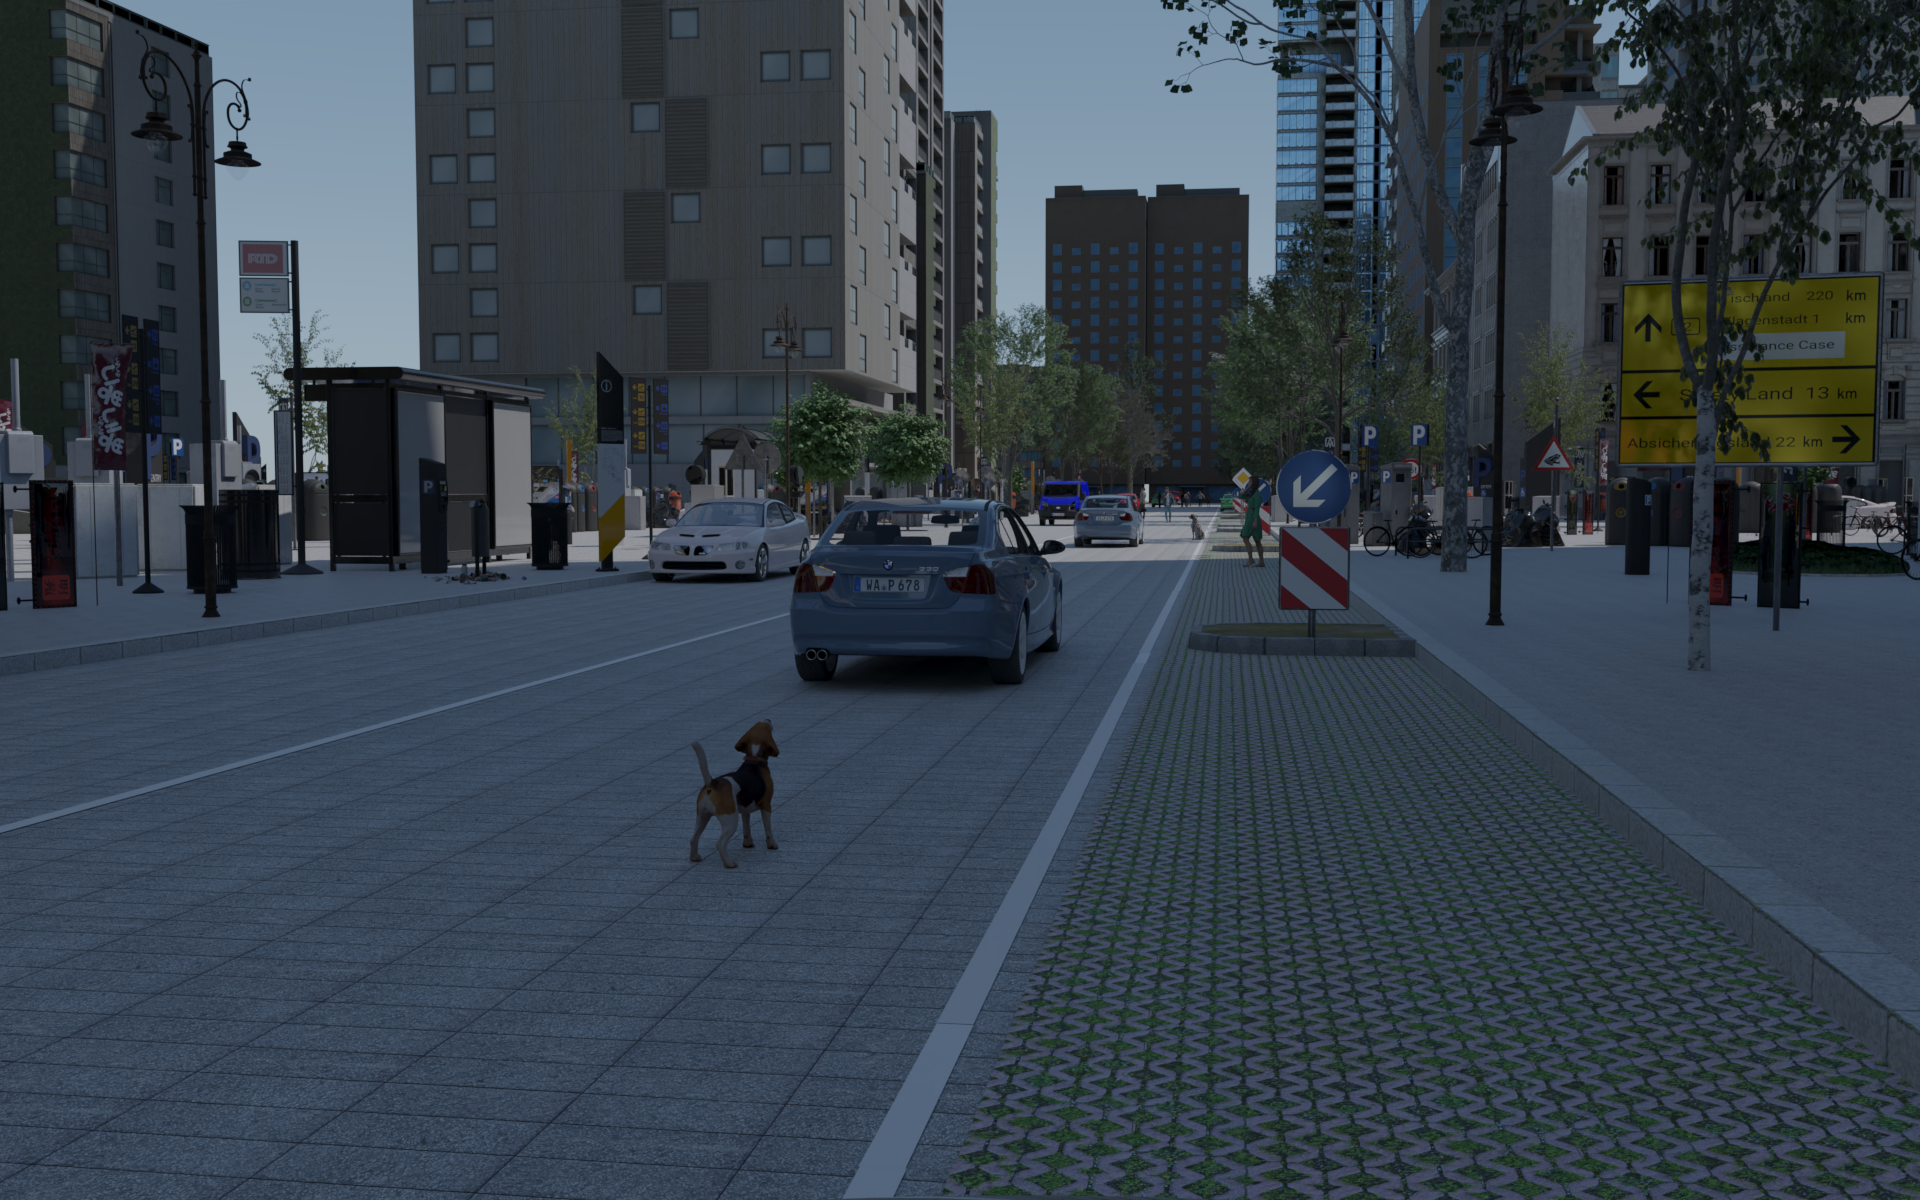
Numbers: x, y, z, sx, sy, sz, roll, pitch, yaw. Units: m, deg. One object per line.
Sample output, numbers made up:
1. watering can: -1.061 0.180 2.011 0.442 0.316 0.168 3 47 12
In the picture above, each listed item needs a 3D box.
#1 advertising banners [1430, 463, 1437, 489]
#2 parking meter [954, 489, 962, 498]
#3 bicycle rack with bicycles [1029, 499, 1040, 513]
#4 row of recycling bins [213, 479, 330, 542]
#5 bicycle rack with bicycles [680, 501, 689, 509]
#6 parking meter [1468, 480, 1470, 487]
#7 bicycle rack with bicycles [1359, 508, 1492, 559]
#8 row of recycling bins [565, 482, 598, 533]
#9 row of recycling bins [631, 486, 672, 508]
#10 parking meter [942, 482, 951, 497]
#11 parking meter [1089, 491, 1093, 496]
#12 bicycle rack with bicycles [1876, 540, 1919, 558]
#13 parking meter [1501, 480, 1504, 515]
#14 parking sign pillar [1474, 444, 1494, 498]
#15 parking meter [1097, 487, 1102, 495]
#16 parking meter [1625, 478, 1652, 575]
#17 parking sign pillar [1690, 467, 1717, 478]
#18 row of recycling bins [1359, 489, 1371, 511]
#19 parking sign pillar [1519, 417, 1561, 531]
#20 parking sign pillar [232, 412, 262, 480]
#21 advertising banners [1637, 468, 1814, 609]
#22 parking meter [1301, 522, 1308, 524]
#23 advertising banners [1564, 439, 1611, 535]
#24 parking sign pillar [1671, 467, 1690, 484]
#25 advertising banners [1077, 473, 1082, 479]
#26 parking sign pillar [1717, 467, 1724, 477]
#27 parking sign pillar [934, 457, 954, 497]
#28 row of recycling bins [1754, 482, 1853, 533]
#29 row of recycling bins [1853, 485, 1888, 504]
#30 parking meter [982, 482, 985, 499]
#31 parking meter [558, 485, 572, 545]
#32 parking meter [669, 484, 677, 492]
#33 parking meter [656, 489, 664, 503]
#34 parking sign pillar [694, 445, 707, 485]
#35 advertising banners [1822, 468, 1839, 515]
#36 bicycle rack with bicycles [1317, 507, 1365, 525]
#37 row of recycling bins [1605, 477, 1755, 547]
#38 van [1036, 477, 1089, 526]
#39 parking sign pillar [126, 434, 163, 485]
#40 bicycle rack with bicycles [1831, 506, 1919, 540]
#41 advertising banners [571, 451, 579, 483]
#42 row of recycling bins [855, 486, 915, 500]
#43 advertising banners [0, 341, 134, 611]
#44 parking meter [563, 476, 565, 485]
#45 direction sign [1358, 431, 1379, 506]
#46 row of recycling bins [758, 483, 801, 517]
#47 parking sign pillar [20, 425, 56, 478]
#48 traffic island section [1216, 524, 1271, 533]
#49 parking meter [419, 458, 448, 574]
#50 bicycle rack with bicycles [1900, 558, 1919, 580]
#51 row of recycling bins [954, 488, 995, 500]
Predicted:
1. advertising banners: 27.039 -6.151 96.762 0.090 3.025 2.074 -2 4 -32
2. parking meter: -0.100 -4.903 88.583 0.372 1.533 0.369 0 3 0
3. bicycle rack with bicycles: 6.901 -7.655 138.538 2.925 0.926 2.852 3 4 38
4. row of recycling bins: -18.780 -2.415 46.592 3.534 1.692 1.069 -3 5 -42
5. bicycle rack with bicycles: -13.159 -4.567 88.045 2.852 0.926 2.925 3 4 39
6. parking meter: 21.518 -4.185 74.143 0.399 1.863 0.255 0 4 -1
7. bicycle rack with bicycles: 9.699 -1.334 35.201 2.925 0.926 2.852 0 4 8
8. row of recycling bins: -12.990 -3.175 59.020 1.069 1.692 3.534 1 4 11
9. row of recycling bins: -16.620 -5.209 92.273 1.069 1.692 3.534 2 4 28
10. parking meter: -0.638 -4.610 81.082 0.399 1.863 0.255 -1 4 -16
11. parking meter: 10.926 -8.364 145.165 0.372 1.533 0.369 0 3 0
12. bicycle rack with bicycles: 21.292 -1.413 36.479 2.852 0.926 2.925 -3 5 -41
13. parking meter: 22.314 -4.041 71.775 0.255 1.863 0.399 -1 4 -15
14. parking sign pillar: 27.950 -6.332 91.996 1.447 3.967 1.447 -2 4 -35
15. parking meter: 11.545 -8.397 143.002 0.399 1.863 0.255 1 4 9
16. parking meter: 10.780 -1.169 27.526 0.372 1.533 0.369 0 3 0
17. parking sign pillar: 54.560 -8.514 127.676 1.447 3.967 1.447 0 4 1
18. row of recycling bins: 30.977 -7.820 134.966 3.534 1.692 1.069 -3 5 -42
19. parking sign pillar: 20.266 -4.407 60.528 1.447 3.967 1.447 -1 4 -12
20. parking sign pillar: -23.613 -4.217 57.419 1.447 3.967 1.447 0 4 -1
21. advertising banners: 8.685 -1.450 19.903 2.074 3.025 0.090 3 5 43
22. parking meter: 14.837 -4.055 74.716 0.372 1.533 0.369 0 3 0
23. advertising banners: 19.759 -3.565 54.479 2.074 3.025 0.090 -2 4 -31
24. parking sign pillar: 47.663 -7.808 116.129 1.447 3.967 1.447 -2 4 -30
25. advertising banners: 9.403 -9.095 144.893 0.090 3.025 2.074 -3 5 -43
26. parking sign pillar: 60.983 -9.232 139.423 1.447 3.967 1.447 -2 4 -34
27. parking sign pillar: -1.031 -7.494 111.006 1.447 3.967 1.447 -2 4 -31
28. row of recycling bins: 27.468 -3.071 57.320 3.534 1.692 1.069 0 4 -7
29. row of recycling bins: 41.250 -4.395 78.977 3.534 1.692 1.069 -3 4 -38
30. parking meter: 1.107 -4.570 80.425 0.255 1.863 0.399 1 4 14
31. parking meter: -10.047 -2.177 43.999 0.372 1.533 0.369 0 3 0
32. parking meter: -16.120 -5.596 97.204 0.399 1.863 0.255 -3 4 -36
33. parking meter: -14.022 -4.435 80.929 0.372 1.533 0.369 0 3 0
34. parking sign pillar: -13.958 -6.481 94.438 1.447 3.967 1.447 -3 5 -43
35. advertising banners: 23.457 -3.180 48.185 2.074 3.025 0.090 1 4 12
36. bicycle rack with bicycles: 11.299 -2.176 48.955 2.925 0.926 2.852 0 4 -5
37. row of recycling bins: 17.453 -2.165 42.504 1.069 1.692 3.534 -2 4 -34
38. van: 4.825 -4.611 79.774 2.240 2.365 5.245 1 4 10
39. parking sign pillar: -19.829 -3.281 42.122 1.447 3.967 1.447 0 4 -6
40. bicycle rack with bicycles: 28.152 -2.405 52.709 2.925 0.926 2.852 -1 4 -16
41. advertising banners: -14.888 -4.484 69.504 2.074 3.025 0.090 2 4 27
42. row of recycling bins: -4.010 -5.192 92.006 3.534 1.692 1.069 2 4 25
43. advertising banners: -10.214 -1.420 19.400 0.090 3.025 2.074 2 4 35
44. parking meter: -10.955 -2.537 47.185 0.399 1.863 0.255 2 4 26
45. direction sign: 14.638 -4.291 62.163 0.876 3.537 0.379 -2 4 -23
46. row of recycling bins: -7.037 -3.570 65.489 3.534 1.692 1.069 2 4 30
47. parking sign pillar: -34.234 -4.627 64.126 1.447 3.967 1.447 3 5 45
48. traffic island section: 10.731 -2.648 65.569 2.009 0.180 2.903 1 4 9
49. parking meter: -8.477 -1.358 27.913 0.399 1.863 0.255 1 4 15
50. bicycle rack with bicycles: 15.470 -0.698 24.793 2.852 0.926 2.925 -1 4 -9
51. row of recycling bins: 0.800 -7.218 125.128 3.534 1.692 1.069 0 4 6
